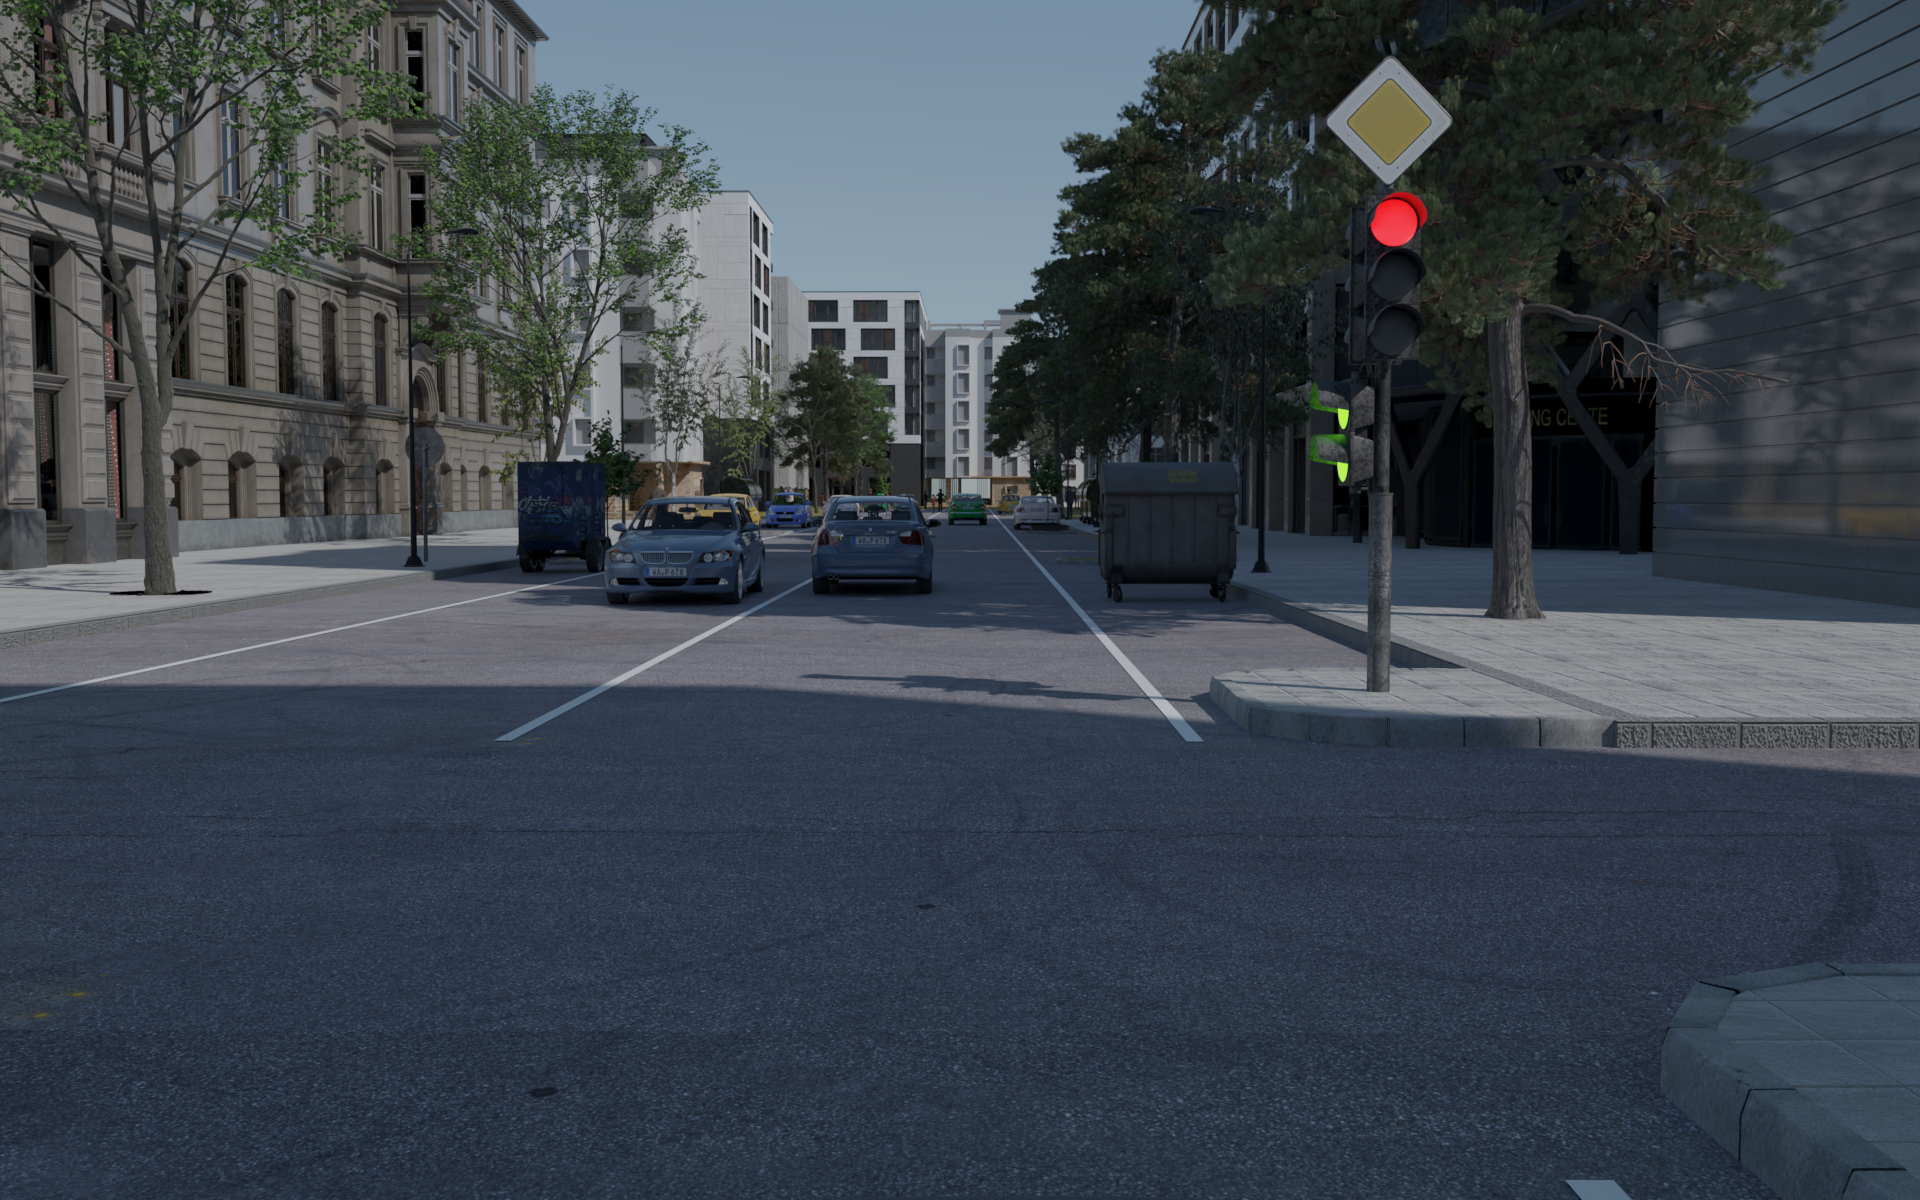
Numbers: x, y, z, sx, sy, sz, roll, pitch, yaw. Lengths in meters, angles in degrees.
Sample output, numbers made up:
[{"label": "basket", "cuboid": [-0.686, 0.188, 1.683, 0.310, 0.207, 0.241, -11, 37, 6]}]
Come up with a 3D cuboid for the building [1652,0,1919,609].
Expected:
[{"label": "building", "cuboid": [25.488, -14.863, 20.502, 29.804, 29.767, 11.434, 0, 4, 1]}]

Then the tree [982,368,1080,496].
[{"label": "tree", "cuboid": [7.195, -15.478, 163.442, 12.009, 13.543, 11.850, 0, 3, 0]}]

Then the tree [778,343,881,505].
[{"label": "tree", "cuboid": [-9.606, -12.334, 123.717, 6.751, 12.117, 7.091, 0, 3, 0]}]

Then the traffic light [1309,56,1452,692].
[{"label": "traffic light", "cuboid": [2.702, -1.340, 11.155, 0.839, 4.213, 0.868, 0, 4, 1]}]

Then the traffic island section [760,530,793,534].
[{"label": "traffic island section", "cuboid": [-7.117, -2.461, 63.097, 1.991, 0.108, 1.994, 0, 4, 1]}]

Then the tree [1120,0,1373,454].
[{"label": "tree", "cuboid": [5.100, -7.300, 41.406, 6.751, 12.117, 7.091, 0, 3, 0]}]

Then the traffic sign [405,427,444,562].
[{"label": "traffic sign", "cuboid": [-10.134, -1.999, 32.790, 0.768, 2.556, 0.104, 0, 4, 5]}]

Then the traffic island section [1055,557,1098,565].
[{"label": "traffic island section", "cuboid": [2.972, -0.800, 35.945, 1.991, 0.108, 1.994, 0, 4, 1]}]

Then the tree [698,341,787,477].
[{"label": "tree", "cuboid": [-10.227, -8.124, 83.195, 4.737, 8.622, 4.395, 0, 3, 0]}]

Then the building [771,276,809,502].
[{"label": "building", "cuboid": [-29.598, -17.308, 149.446, 31.486, 18.905, 16.747, 0, 4, 1]}]

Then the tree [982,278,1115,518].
[{"label": "tree", "cuboid": [5.072, -11.257, 91.473, 7.806, 13.903, 7.818, 0, 3, 0]}]

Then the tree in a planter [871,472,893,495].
[{"label": "tree in a planter", "cuboid": [-6.412, -8.794, 141.002, 1.991, 3.239, 1.994, 0, 4, 1]}]

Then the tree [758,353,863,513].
[{"label": "tree", "cuboid": [-9.866, -11.046, 115.018, 7.601, 10.594, 8.767, 1, 4, 9]}]

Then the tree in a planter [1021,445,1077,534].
[{"label": "tree in a planter", "cuboid": [3.199, -4.010, 62.793, 1.991, 3.239, 1.994, 0, 4, 1]}]

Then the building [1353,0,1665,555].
[{"label": "building", "cuboid": [18.408, -10.792, 43.908, 16.820, 18.784, 16.811, 0, 4, 1]}]

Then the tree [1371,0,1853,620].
[{"label": "tree", "cuboid": [5.648, -5.844, 17.601, 6.751, 12.117, 7.091, 0, 3, 0]}]

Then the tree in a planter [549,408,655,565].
[{"label": "tree in a planter", "cuboid": [-7.355, -2.375, 36.059, 1.991, 3.239, 1.994, 0, 4, 1]}]

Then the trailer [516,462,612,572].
[{"label": "trailer", "cuboid": [-7.296, -1.479, 31.231, 1.471, 1.999, 3.904, 0, 4, 1]}]

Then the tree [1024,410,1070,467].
[{"label": "tree", "cuboid": [5.456, -9.174, 100.363, 4.360, 8.622, 3.978, 0, 3, 0]}]

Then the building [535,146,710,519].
[{"label": "building", "cuboid": [-21.995, -14.434, 92.414, 16.016, 20.091, 11.380, 0, 4, 1]}]

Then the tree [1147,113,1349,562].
[{"label": "tree", "cuboid": [5.447, -5.040, 32.771, 4.360, 8.622, 3.978, 0, 3, 0]}]

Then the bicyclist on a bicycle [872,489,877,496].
[{"label": "bicyclist on a bicycle", "cuboid": [-3.411, -3.616, 69.139, 1.499, 1.676, 1.625, 0, 4, 0]}]

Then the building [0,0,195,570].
[{"label": "building", "cuboid": [-20.782, -12.020, 25.404, 11.050, 23.489, 19.941, 0, 4, 1]}]

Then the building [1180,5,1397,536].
[{"label": "building", "cuboid": [20.448, -16.182, 69.089, 19.350, 26.468, 34.151, 0, 4, 1]}]

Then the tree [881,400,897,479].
[{"label": "tree", "cuboid": [-9.006, -14.404, 157.560, 6.751, 12.117, 7.091, 0, 3, 0]}]

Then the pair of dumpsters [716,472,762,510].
[{"label": "pair of dumpsters", "cuboid": [-9.594, -4.439, 75.079, 1.574, 2.255, 4.436, 0, 4, 0]}]

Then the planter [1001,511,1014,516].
[{"label": "planter", "cuboid": [3.653, -5.623, 113.078, 1.991, 0.319, 1.994, 0, 4, 1]}]

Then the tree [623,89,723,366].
[{"label": "tree", "cuboid": [-9.988, -7.160, 42.818, 9.928, 11.665, 9.643, 0, 3, 0]}]

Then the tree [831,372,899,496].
[{"label": "tree", "cuboid": [-8.726, -13.509, 146.626, 9.928, 11.665, 9.643, 0, 3, 0]}]

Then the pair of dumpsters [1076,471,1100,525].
[{"label": "pair of dumpsters", "cuboid": [6.211, -4.689, 79.156, 1.574, 2.255, 4.436, 0, 4, 1]}]

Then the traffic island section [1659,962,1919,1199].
[{"label": "traffic island section", "cuboid": [2.670, 1.162, 3.283, 2.009, 0.180, 2.903, 0, 4, 1]}]

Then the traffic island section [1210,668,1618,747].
[{"label": "traffic island section", "cuboid": [2.741, 0.674, 11.268, 2.009, 0.180, 2.903, 0, 4, 1]}]

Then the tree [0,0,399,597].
[{"label": "tree", "cuboid": [-10.299, -5.878, 21.869, 9.928, 11.665, 9.643, 0, 3, 0]}]

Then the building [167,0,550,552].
[{"label": "building", "cuboid": [-22.200, -14.286, 52.662, 14.460, 24.649, 34.723, 0, 4, 1]}]

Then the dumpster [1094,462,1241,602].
[{"label": "dumpster", "cuboid": [2.777, -0.927, 23.377, 1.865, 1.857, 1.264, 0, 4, 0]}]

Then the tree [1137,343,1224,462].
[{"label": "tree", "cuboid": [8.012, -6.962, 64.189, 4.737, 8.622, 4.395, 0, 3, 0]}]

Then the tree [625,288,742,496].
[{"label": "tree", "cuboid": [-10.275, -6.877, 62.806, 4.360, 8.622, 3.978, 0, 3, 0]}]

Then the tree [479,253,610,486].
[{"label": "tree", "cuboid": [-12.523, -6.192, 51.603, 4.737, 8.622, 4.395, 0, 3, 0]}]
